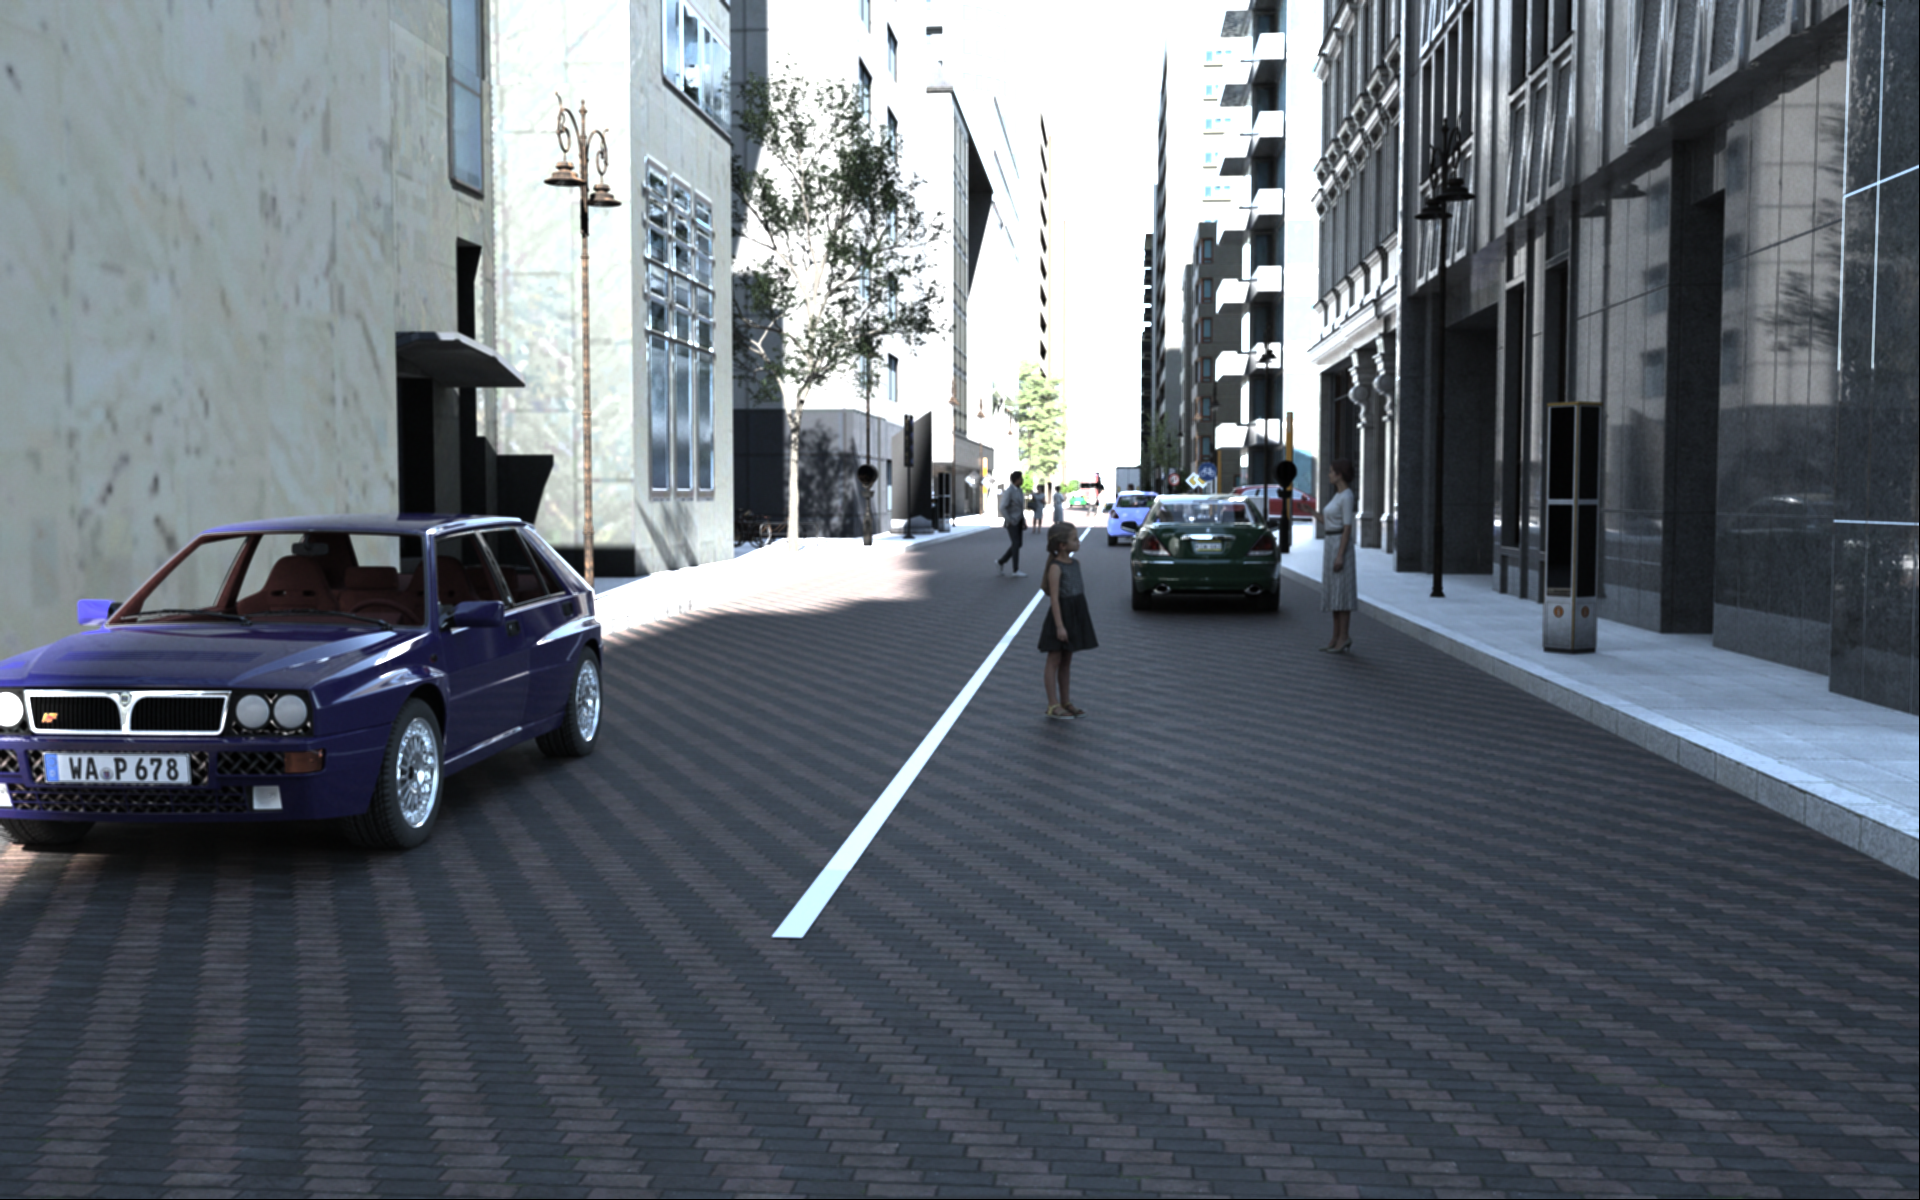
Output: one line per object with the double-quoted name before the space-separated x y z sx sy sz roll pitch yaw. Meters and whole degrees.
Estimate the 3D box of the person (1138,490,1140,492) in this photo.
"person" 15.554 -8.662 150.463 0.374 1.781 0.599 1 4 14

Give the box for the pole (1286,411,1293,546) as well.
"pole" 8.133 -2.995 42.806 0.158 3.312 0.155 0 3 0

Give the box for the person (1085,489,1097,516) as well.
"person" 8.453 -6.276 111.512 0.834 1.777 0.661 2 4 34

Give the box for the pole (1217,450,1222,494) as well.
"pole" 11.997 -5.278 80.140 0.158 3.312 0.155 0 3 0

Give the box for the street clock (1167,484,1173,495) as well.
"street clock" 15.094 -7.305 124.006 0.471 2.002 0.358 3 4 38

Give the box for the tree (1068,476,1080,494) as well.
"tree" 20.201 -19.768 306.915 4.285 4.588 4.351 0 3 0

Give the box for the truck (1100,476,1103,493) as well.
"truck" 21.302 -17.536 275.632 2.839 4.237 11.283 0 4 3

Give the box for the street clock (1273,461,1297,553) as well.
"street clock" 7.041 -2.020 37.597 0.471 2.002 0.358 -1 4 -11

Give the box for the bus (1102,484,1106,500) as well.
"bus" 23.799 -18.652 299.813 2.948 3.499 13.247 0 4 5

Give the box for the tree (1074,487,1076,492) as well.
"tree" 15.768 -15.603 249.705 1.663 3.219 1.824 0 3 0

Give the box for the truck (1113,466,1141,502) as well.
"truck" 17.191 -11.575 178.159 2.839 4.237 11.283 0 4 4

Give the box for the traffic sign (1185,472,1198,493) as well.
"traffic sign" 10.596 -4.583 78.571 0.795 2.450 0.064 0 4 5

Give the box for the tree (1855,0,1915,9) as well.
"tree" 5.202 -4.292 4.582 8.767 10.594 7.601 0 4 5

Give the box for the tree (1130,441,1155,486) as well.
"tree" 25.482 -17.585 237.883 4.360 8.622 3.978 0 3 0

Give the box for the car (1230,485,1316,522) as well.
"car" 13.811 -3.981 73.770 5.304 1.827 2.281 0 4 6

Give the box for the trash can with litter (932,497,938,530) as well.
"trash can with litter" -1.013 -3.095 61.995 0.624 1.170 1.055 -2 4 -25

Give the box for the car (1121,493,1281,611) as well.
"car" 3.176 -0.673 22.799 2.131 1.459 4.920 0 4 6

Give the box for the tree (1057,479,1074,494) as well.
"tree" 13.214 -14.049 224.293 1.663 3.219 1.824 0 3 0

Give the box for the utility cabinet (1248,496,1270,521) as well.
"utility cabinet" 9.394 -2.669 54.804 0.306 1.237 1.020 -1 4 -21

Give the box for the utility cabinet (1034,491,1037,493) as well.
"utility cabinet" 6.207 -8.538 148.269 0.318 1.500 1.173 -2 4 -34

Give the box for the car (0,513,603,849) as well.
"car" -2.965 0.264 8.257 1.945 1.354 3.894 0 4 4

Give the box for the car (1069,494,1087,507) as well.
"car" 12.893 -11.065 189.709 1.959 1.807 4.718 0 4 5

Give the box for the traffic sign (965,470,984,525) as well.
"traffic sign" 0.582 -4.148 71.464 0.795 2.450 0.064 0 4 5

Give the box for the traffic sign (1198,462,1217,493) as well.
"traffic sign" 9.848 -4.211 68.954 0.768 2.556 0.104 1 4 9

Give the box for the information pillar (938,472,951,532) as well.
"information pillar" -0.530 -3.290 58.284 0.304 2.012 0.304 -3 5 -43

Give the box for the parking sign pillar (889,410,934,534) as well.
"parking sign pillar" -1.550 -4.106 55.600 1.447 3.967 1.447 0 4 -2

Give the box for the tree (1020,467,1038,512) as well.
"tree" 4.741 -7.899 123.745 1.663 3.219 1.824 0 3 0

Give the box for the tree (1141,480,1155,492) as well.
"tree" 22.810 -13.251 211.249 1.663 3.219 1.824 0 3 0

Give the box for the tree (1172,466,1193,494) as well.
"tree" 13.959 -7.013 109.257 1.663 3.219 1.824 0 3 0

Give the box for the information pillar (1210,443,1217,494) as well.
"information pillar" 11.494 -5.340 78.667 0.183 3.616 0.504 -2 4 -24

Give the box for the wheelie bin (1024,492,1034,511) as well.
"wheelie bin" 5.357 -7.621 132.509 0.693 1.594 0.980 -1 4 -23

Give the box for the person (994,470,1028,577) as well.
"person" 0.878 -1.337 30.210 0.795 1.843 0.661 2 4 34

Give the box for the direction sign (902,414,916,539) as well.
"direction sign" -1.466 -3.525 49.625 0.379 3.537 0.876 1 4 14

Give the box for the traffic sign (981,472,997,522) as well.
"traffic sign" 1.290 -4.635 79.418 0.795 2.450 0.064 0 4 5

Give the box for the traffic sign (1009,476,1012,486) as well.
"traffic sign" 3.099 -5.977 99.857 0.606 2.300 0.079 1 4 11

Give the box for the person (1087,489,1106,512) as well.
"person" 10.666 -7.719 134.925 1.509 1.804 0.699 0 4 -8

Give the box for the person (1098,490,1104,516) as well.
"person" 9.349 -6.452 114.827 0.643 1.720 0.563 -2 4 -24

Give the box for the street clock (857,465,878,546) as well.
"street clock" -2.271 -2.324 42.567 0.471 2.002 0.358 1 4 21

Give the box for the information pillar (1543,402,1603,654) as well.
"information pillar" 4.943 -0.581 13.987 0.304 2.012 0.304 -2 4 -32

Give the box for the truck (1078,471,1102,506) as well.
"truck" 16.242 -13.898 216.150 2.839 4.237 11.283 0 4 5

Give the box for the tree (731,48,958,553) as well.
"tree" -3.784 -6.295 37.342 8.767 10.594 7.601 1 4 17

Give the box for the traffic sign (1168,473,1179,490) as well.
"traffic sign" 13.232 -6.532 106.909 0.768 2.556 0.104 1 4 14

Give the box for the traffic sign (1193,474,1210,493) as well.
"traffic sign" 9.887 -4.096 70.618 0.795 2.450 0.064 0 4 5

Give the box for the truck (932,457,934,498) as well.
"truck" -9.880 -5.240 75.428 18.799 4.110 2.967 0 4 4

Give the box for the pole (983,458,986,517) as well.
"pole" 1.421 -6.419 98.792 0.158 3.312 0.155 0 3 0

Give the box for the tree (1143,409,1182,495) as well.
"tree" 17.492 -12.061 147.554 4.737 8.622 4.395 0 3 0

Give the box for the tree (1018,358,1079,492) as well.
"tree" 5.982 -13.854 144.639 7.486 12.596 7.792 0 3 0

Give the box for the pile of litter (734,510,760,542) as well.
"pile of litter" -6.060 -2.039 47.300 1.176 0.858 1.719 0 4 -6

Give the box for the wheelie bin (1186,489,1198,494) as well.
"wheelie bin" 13.807 -5.814 102.964 0.693 1.594 0.980 -3 5 -39

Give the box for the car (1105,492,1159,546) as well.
"car" 5.078 -2.425 49.245 1.945 1.707 3.694 0 4 6
